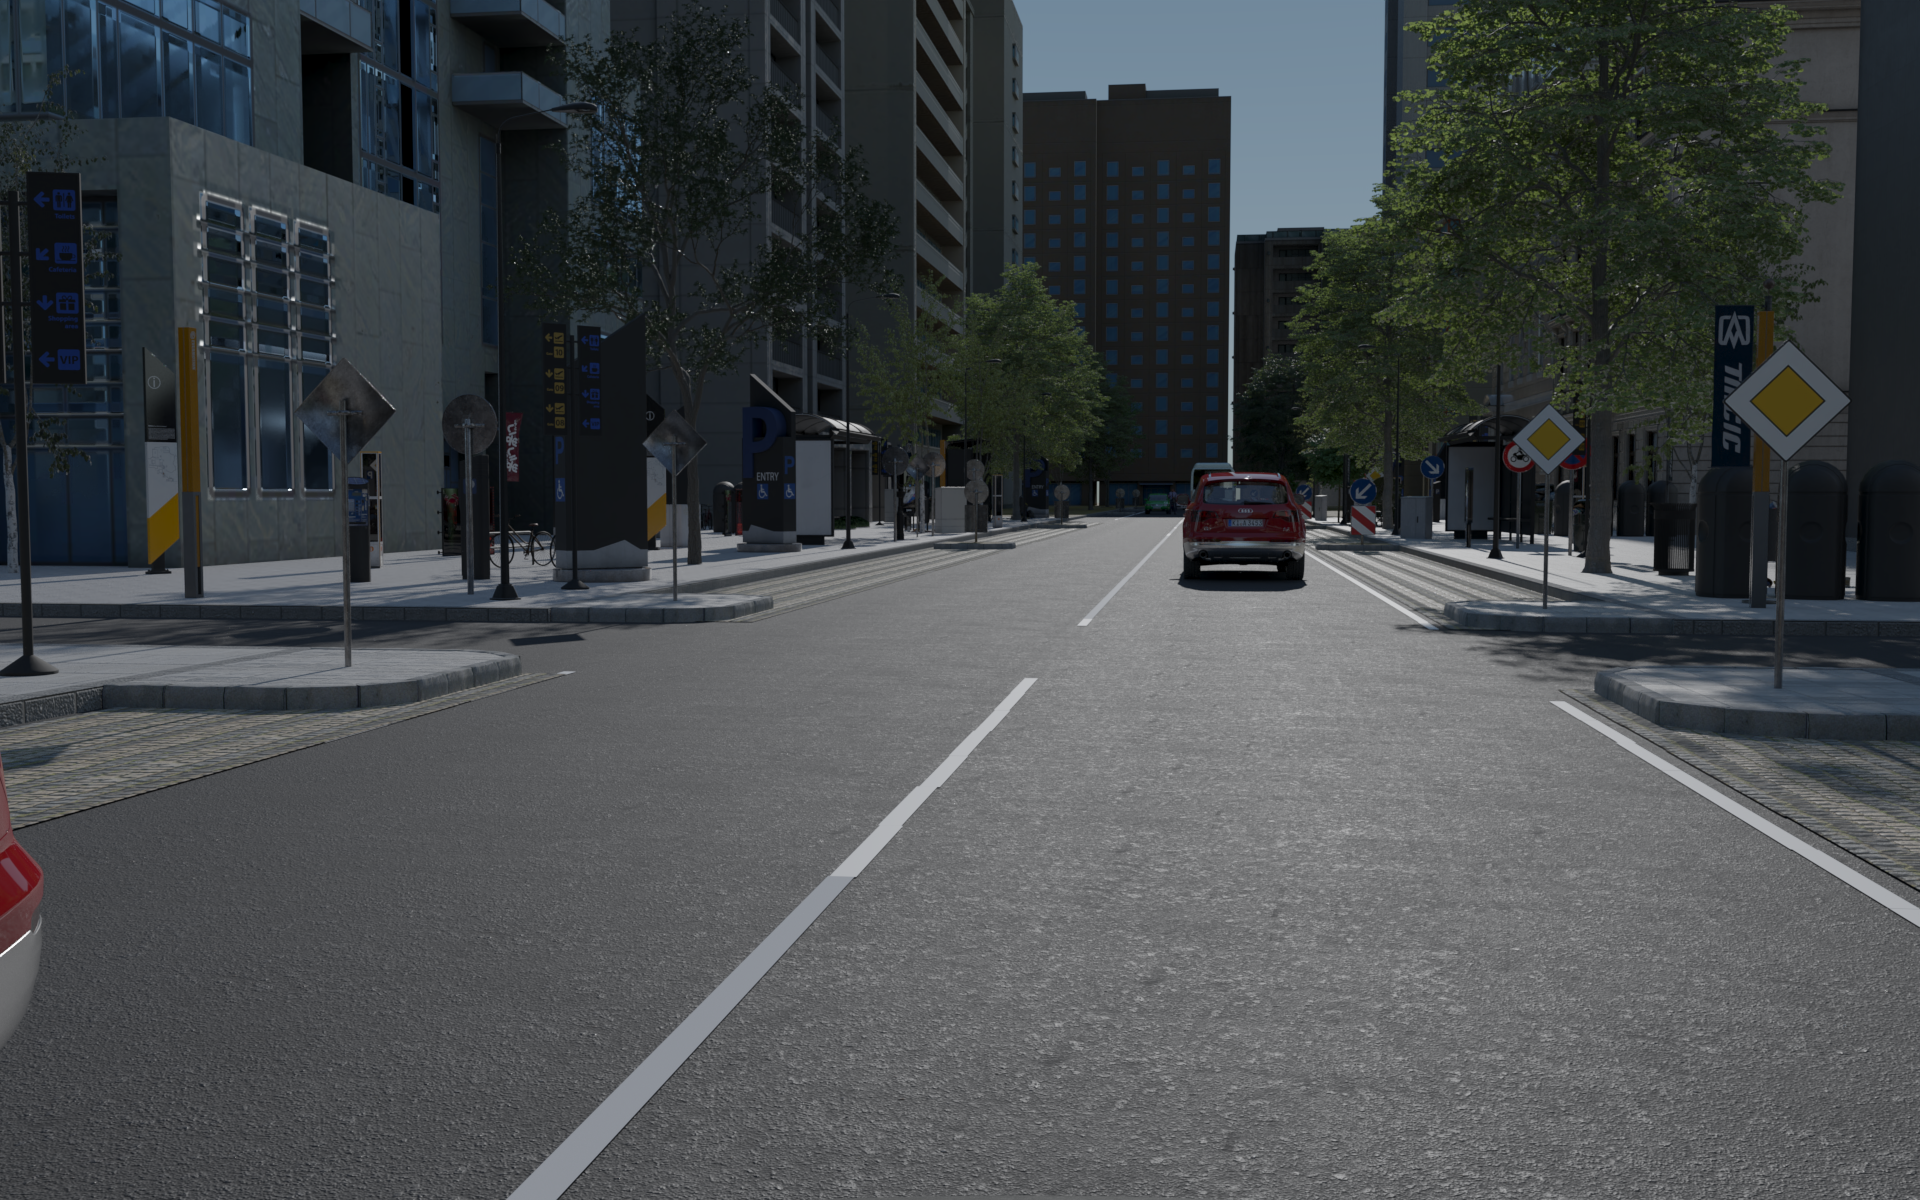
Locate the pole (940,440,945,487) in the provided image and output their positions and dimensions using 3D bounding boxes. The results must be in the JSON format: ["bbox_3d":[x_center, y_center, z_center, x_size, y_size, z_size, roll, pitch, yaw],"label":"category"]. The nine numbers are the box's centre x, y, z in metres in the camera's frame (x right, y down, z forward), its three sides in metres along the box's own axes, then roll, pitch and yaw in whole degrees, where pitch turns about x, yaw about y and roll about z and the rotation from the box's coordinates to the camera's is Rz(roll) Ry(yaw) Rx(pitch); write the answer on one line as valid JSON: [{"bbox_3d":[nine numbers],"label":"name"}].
[{"bbox_3d":[-0.653,-4.377,65.414,0.158,3.312,0.155,0,3,0],"label":"pole"}]

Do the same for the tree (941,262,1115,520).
[{"bbox_3d":[2.755,-10.180,84.572,7.486,12.596,7.792,0,3,0],"label":"tree"}]

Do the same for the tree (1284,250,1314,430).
[{"bbox_3d":[15.530,-8.855,62.908,7.486,12.596,7.792,0,3,0],"label":"tree"}]

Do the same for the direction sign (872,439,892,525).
[{"bbox_3d":[-3.285,-4.819,70.792,0.876,3.537,0.379,3,5,43],"label":"direction sign"}]

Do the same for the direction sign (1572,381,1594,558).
[{"bbox_3d":[12.656,-2.624,34.904,0.876,3.537,0.379,-2,4,-28],"label":"direction sign"}]

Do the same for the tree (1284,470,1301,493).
[{"bbox_3d":[26.484,-8.789,138.298,1.663,3.219,1.824,0,3,0],"label":"tree"}]

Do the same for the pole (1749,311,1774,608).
[{"bbox_3d":[8.998,-1.566,19.440,0.158,3.312,0.155,0,3,0],"label":"pole"}]

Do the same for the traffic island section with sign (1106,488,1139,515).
[{"bbox_3d":[11.302,-6.902,121.470,1.989,1.847,2.006,0,4,8],"label":"traffic island section with sign"}]

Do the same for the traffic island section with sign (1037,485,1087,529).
[{"bbox_3d":[4.301,-3.904,72.458,1.989,1.847,2.006,0,4,8],"label":"traffic island section with sign"}]

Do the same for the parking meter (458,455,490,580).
[{"bbox_3d":[-7.288,-1.240,25.990,0.399,1.863,0.255,1,4,18],"label":"parking meter"}]

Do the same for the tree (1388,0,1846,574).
[{"bbox_3d":[10.319,-6.736,28.257,7.486,12.596,7.792,0,3,0],"label":"tree"}]

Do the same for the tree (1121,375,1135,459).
[{"bbox_3d":[10.346,-13.443,137.914,7.486,12.596,7.792,0,3,0],"label":"tree"}]

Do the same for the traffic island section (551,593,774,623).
[{"bbox_3d":[-3.436,0.092,20.778,2.009,0.180,2.903,0,4,8],"label":"traffic island section"}]

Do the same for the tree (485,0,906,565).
[{"bbox_3d":[-4.713,-5.944,31.590,8.767,10.594,7.601,1,4,17],"label":"tree"}]

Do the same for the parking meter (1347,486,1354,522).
[{"bbox_3d":[18.003,-4.547,80.057,0.399,1.863,0.255,0,4,5],"label":"parking meter"}]

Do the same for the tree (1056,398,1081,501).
[{"bbox_3d":[6.210,-9.775,110.187,4.737,8.622,4.395,0,3,0],"label":"tree"}]

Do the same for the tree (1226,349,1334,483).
[{"bbox_3d":[28.476,-15.081,153.231,9.857,13.997,8.962,0,3,0],"label":"tree"}]

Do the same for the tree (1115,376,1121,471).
[{"bbox_3d":[4.951,-11.072,99.159,7.486,12.596,7.792,0,3,0],"label":"tree"}]

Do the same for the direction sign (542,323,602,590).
[{"bbox_3d":[-5.188,-1.911,23.242,0.876,3.537,0.379,-3,5,-43],"label":"direction sign"}]

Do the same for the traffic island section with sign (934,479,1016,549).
[{"bbox_3d":[0.431,-2.253,45.459,1.989,1.847,2.006,0,4,8],"label":"traffic island section with sign"}]

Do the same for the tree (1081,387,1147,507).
[{"bbox_3d":[14.115,-14.726,166.523,9.928,11.665,9.643,0,3,0],"label":"tree"}]

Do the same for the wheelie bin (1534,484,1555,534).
[{"bbox_3d":[18.676,-2.904,55.389,0.980,1.594,0.693,1,4,23],"label":"wheelie bin"}]

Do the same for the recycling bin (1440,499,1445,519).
[{"bbox_3d":[24.871,-4.624,88.161,0.722,1.027,0.722,-1,4,-16],"label":"recycling bin"}]

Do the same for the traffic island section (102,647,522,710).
[{"bbox_3d":[-4.567,0.575,12.873,2.009,0.180,2.903,0,4,8],"label":"traffic island section"}]

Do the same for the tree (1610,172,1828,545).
[{"bbox_3d":[17.270,-5.424,39.042,4.737,8.622,4.395,0,3,0],"label":"tree"}]

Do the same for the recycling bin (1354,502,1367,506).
[{"bbox_3d":[18.955,-4.268,82.333,0.722,1.027,0.722,-1,4,-15],"label":"recycling bin"}]

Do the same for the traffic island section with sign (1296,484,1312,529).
[{"bbox_3d":[13.953,-3.815,71.000,1.989,1.847,2.006,0,4,8],"label":"traffic island section with sign"}]

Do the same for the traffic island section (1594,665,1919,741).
[{"bbox_3d":[5.422,0.663,11.445,2.009,0.180,2.903,0,4,8],"label":"traffic island section"}]

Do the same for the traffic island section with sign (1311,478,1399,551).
[{"bbox_3d":[10.136,-2.183,44.315,1.989,1.847,2.006,0,4,8],"label":"traffic island section with sign"}]

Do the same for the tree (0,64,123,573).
[{"bbox_3d":[-15.383,-4.726,27.629,4.360,8.622,3.978,0,3,0],"label":"tree"}]

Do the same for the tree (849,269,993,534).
[{"bbox_3d":[-1.458,-6.460,55.976,4.737,8.622,4.395,0,3,0],"label":"tree"}]

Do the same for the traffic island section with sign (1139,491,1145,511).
[{"bbox_3d":[15.172,-8.554,148.478,1.989,1.847,2.006,0,4,8],"label":"traffic island section with sign"}]

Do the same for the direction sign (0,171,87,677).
[{"bbox_3d":[-6.636,-1.238,12.237,0.876,3.537,0.379,-1,4,-11],"label":"direction sign"}]

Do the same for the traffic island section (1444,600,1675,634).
[{"bbox_3d":[6.553,0.179,19.350,2.009,0.180,2.903,0,4,8],"label":"traffic island section"}]

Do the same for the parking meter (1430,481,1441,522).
[{"bbox_3d":[21.794,-4.507,79.401,0.399,1.863,0.255,-1,4,-22],"label":"parking meter"}]

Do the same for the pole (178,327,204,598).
[{"bbox_3d":[-9.460,-1.679,21.297,0.158,3.312,0.155,0,3,0],"label":"pole"}]

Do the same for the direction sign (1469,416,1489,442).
[{"bbox_3d":[15.051,-3.568,50.329,0.876,3.537,0.379,-3,4,-37],"label":"direction sign"}]

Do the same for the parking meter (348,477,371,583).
[{"bbox_3d":[-8.784,-1.027,25.205,0.372,1.533,0.369,0,3,0],"label":"parking meter"}]

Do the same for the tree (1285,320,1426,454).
[{"bbox_3d":[19.363,-9.185,84.594,7.601,10.594,8.767,1,4,16],"label":"tree"}]

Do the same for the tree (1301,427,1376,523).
[{"bbox_3d":[16.752,-5.695,76.830,4.285,4.588,4.351,0,3,0],"label":"tree"}]

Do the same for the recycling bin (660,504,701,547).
[{"bbox_3d":[-6.784,-1.802,42.022,0.722,1.027,0.722,2,4,35],"label":"recycling bin"}]

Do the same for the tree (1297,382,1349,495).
[{"bbox_3d":[22.248,-9.516,105.944,4.360,8.622,3.978,0,3,0],"label":"tree"}]

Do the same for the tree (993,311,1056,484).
[{"bbox_3d":[1.084,-7.240,68.741,4.737,8.622,4.395,0,3,0],"label":"tree"}]

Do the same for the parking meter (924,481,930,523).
[{"bbox_3d":[-1.517,-4.339,76.647,0.255,1.863,0.399,1,4,19],"label":"parking meter"}]
